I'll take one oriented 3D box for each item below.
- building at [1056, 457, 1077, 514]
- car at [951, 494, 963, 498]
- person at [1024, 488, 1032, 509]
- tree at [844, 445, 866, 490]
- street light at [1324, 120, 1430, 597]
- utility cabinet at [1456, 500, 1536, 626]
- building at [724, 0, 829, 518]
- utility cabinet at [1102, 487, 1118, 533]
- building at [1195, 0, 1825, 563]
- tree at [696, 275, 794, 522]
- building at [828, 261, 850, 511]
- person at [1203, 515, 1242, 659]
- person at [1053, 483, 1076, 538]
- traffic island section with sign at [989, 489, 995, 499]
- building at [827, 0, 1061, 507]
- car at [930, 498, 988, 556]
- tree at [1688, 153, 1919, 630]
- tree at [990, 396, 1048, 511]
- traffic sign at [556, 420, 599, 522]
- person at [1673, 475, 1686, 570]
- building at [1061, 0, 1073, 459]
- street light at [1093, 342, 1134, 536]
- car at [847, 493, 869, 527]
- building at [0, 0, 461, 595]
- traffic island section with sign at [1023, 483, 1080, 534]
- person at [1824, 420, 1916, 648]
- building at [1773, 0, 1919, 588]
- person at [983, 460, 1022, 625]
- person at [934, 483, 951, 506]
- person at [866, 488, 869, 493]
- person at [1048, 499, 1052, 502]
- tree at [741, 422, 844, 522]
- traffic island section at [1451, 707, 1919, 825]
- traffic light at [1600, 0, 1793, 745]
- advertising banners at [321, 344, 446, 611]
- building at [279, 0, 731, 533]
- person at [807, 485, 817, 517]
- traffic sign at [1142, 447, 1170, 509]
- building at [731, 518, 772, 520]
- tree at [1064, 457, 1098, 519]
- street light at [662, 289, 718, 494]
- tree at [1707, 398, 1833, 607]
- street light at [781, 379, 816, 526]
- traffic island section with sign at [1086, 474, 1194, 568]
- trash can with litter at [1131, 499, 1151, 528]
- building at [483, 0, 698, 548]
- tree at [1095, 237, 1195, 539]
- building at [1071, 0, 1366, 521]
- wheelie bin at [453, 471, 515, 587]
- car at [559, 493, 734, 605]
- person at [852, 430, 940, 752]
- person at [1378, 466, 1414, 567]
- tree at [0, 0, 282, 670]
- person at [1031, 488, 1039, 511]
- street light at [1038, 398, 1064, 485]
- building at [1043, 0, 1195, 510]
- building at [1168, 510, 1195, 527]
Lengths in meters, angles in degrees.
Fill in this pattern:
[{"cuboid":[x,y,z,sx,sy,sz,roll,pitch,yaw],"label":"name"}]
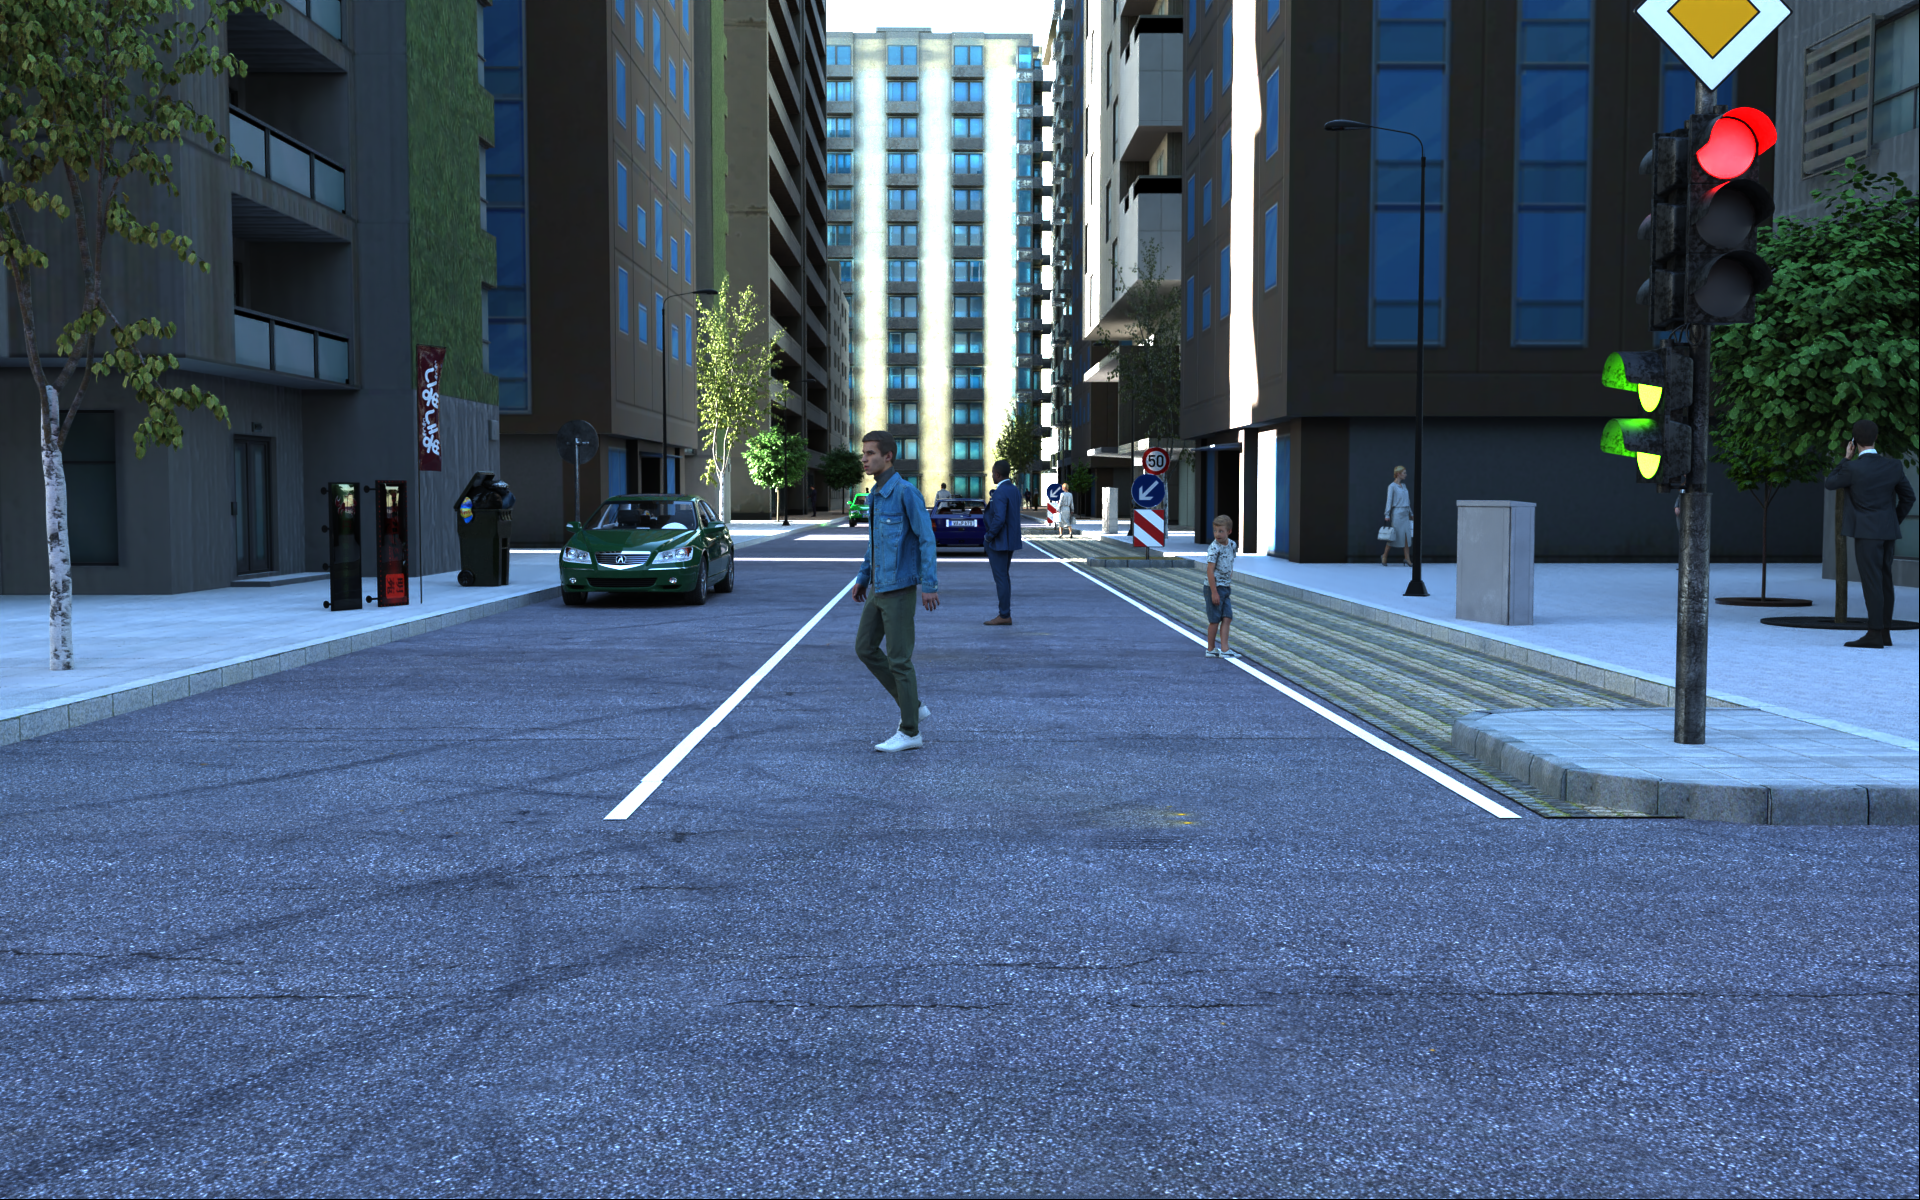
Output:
[{"cuboid":[17.423,-41.382,114.854,20.563,71.187,20.611,0,4,-1],"label":"building"},{"cuboid":[-0.450,-8.090,142.060,2.009,1.686,4.222,0,4,1],"label":"car"},{"cuboid":[5.809,-8.593,146.979,0.683,1.767,0.568,0,4,-1],"label":"person"},{"cuboid":[-7.516,-7.732,110.139,4.285,4.588,4.351,0,3,0],"label":"tree"},{"cuboid":[5.220,-3.005,21.681,1.470,5.913,1.316,0,4,-1],"label":"street light"},{"cuboid":[5.363,-0.379,17.360,0.306,1.237,1.020,-1,4,-13],"label":"utility cabinet"},{"cuboid":[-20.264,-30.126,116.269,21.300,48.544,21.600,0,4,-1],"label":"building"},{"cuboid":[4.893,-2.914,56.322,0.318,1.500,1.173,0,4,-6],"label":"utility cabinet"},{"cuboid":[12.768,-23.689,37.424,14.600,45.320,14.200,0,4,-1],"label":"building"},{"cuboid":[-8.017,-6.669,59.401,4.737,8.622,4.395,0,3,0],"label":"tree"},{"cuboid":[-24.428,-18.332,144.769,28.899,21.520,27.650,0,4,-1],"label":"building"},{"cuboid":[2.294,-0.119,15.131,0.332,1.250,0.352,0,4,-4],"label":"person"},{"cuboid":[3.396,-2.883,55.994,0.694,1.780,0.624,-1,4,-16],"label":"person"},{"cuboid":[2.530,-7.897,137.748,1.989,1.847,2.006,0,4,-1],"label":"traffic island section with sign"},{"cuboid":[-5.820,-34.310,180.577,30.456,49.044,23.786,0,4,-1],"label":"building"},{"cuboid":[0.010,-1.746,41.120,1.945,1.354,3.894,0,4,-1],"label":"car"},{"cuboid":[8.720,-2.029,16.896,4.285,4.588,4.351,0,3,0],"label":"tree"},{"cuboid":[4.655,-11.019,130.517,4.737,8.622,4.395,0,3,0],"label":"tree"},{"cuboid":[-6.560,-1.808,29.666,0.768,2.556,0.104,1,4,9],"label":"traffic sign"},{"cuboid":[12.110,-1.387,28.987,0.573,1.790,0.520,-2,4,-28],"label":"person"},{"cuboid":[19.009,-31.924,141.567,23.786,49.044,30.456,0,4,-1],"label":"building"},{"cuboid":[4.752,-4.928,53.109,1.470,5.913,1.316,0,4,-1],"label":"street light"},{"cuboid":[-4.006,-4.181,77.159,1.959,1.807,4.718,0,4,-1],"label":"car"},{"cuboid":[-15.378,-20.800,23.682,14.154,41.232,14.086,0,4,-1],"label":"building"},{"cuboid":[3.266,-3.271,62.114,1.989,1.847,2.006,0,4,-1],"label":"traffic island section with sign"},{"cuboid":[7.608,-0.559,14.540,0.648,1.900,0.474,-1,4,-21],"label":"person"},{"cuboid":[19.112,-20.469,18.263,14.086,41.232,14.154,0,4,-1],"label":"building"},{"cuboid":[0.470,-0.629,18.973,0.419,1.800,0.721,1,4,14],"label":"person"},{"cuboid":[-0.615,-3.404,64.008,0.661,1.843,0.795,0,4,-5],"label":"person"},{"cuboid":[-8.373,-9.185,155.843,0.705,1.869,1.348,-1,4,-11],"label":"person"},{"cuboid":[6.117,-6.899,118.713,0.599,1.838,0.709,0,4,-6],"label":"person"},{"cuboid":[-8.422,-5.855,79.447,4.285,4.588,4.351,0,3,0],"label":"tree"},{"cuboid":[3.787,0.816,8.939,2.009,0.180,2.903,0,4,-1],"label":"traffic island section"},{"cuboid":[3.746,-1.217,8.824,0.839,4.253,0.868,0,4,-1],"label":"traffic light"},{"cuboid":[-6.504,-1.440,19.726,0.090,3.025,2.074,1,4,23],"label":"advertising banners"},{"cuboid":[-17.091,-23.540,68.477,14.154,41.232,14.086,0,4,-1],"label":"building"},{"cuboid":[-8.370,-5.589,97.874,0.568,1.767,0.683,-1,4,-17],"label":"person"},{"cuboid":[5.279,-2.854,46.762,0.768,2.556,0.104,0,4,0],"label":"traffic sign"},{"cuboid":[-20.092,-28.765,94.011,21.300,48.544,21.600,0,4,-1],"label":"building"},{"cuboid":[6.209,-5.816,89.693,1.663,3.219,1.824,0,3,0],"label":"tree"},{"cuboid":[-6.181,-4.089,39.395,1.470,5.913,1.316,0,4,-1],"label":"street light"},{"cuboid":[9.326,-1.550,19.949,1.663,3.219,1.824,0,3,0],"label":"tree"},{"cuboid":[-6.526,-5.972,70.185,1.470,5.913,1.316,0,4,-1],"label":"street light"},{"cuboid":[3.546,-1.577,34.418,1.989,1.847,2.006,0,4,-1],"label":"traffic island section with sign"},{"cuboid":[5.247,-2.293,48.877,0.624,1.170,1.055,-1,4,-19],"label":"trash can with litter"},{"cuboid":[-15.109,-24.230,46.269,14.600,45.320,14.200,0,4,-1],"label":"building"},{"cuboid":[5.905,-6.061,49.458,4.360,8.622,3.978,0,3,0],"label":"tree"},{"cuboid":[13.781,-27.395,98.014,14.600,45.320,14.200,0,4,-1],"label":"building"},{"cuboid":[-6.626,-0.998,24.234,0.693,1.594,0.980,0,4,5],"label":"wheelie bin"},{"cuboid":[-4.219,-0.737,23.849,2.131,1.459,4.920,0,4,0],"label":"car"},{"cuboid":[-0.348,-0.053,9.717,0.444,1.785,0.601,-1,4,-22],"label":"person"},{"cuboid":[7.764,-1.484,30.655,0.694,1.780,0.624,-2,4,-25],"label":"person"},{"cuboid":[-6.589,-3.780,12.167,4.737,8.622,4.395,0,3,0],"label":"tree"},{"cuboid":[5.763,-7.738,133.297,0.721,1.736,1.217,-1,4,-22],"label":"person"},{"cuboid":[4.469,-6.816,83.981,1.470,5.913,1.316,0,4,-1],"label":"street light"},{"cuboid":[23.131,-36.320,183.068,27.495,52.752,28.713,0,4,-1],"label":"building"},{"cuboid":[19.399,-29.363,69.329,28.713,52.752,27.495,0,4,-1],"label":"building"}]
